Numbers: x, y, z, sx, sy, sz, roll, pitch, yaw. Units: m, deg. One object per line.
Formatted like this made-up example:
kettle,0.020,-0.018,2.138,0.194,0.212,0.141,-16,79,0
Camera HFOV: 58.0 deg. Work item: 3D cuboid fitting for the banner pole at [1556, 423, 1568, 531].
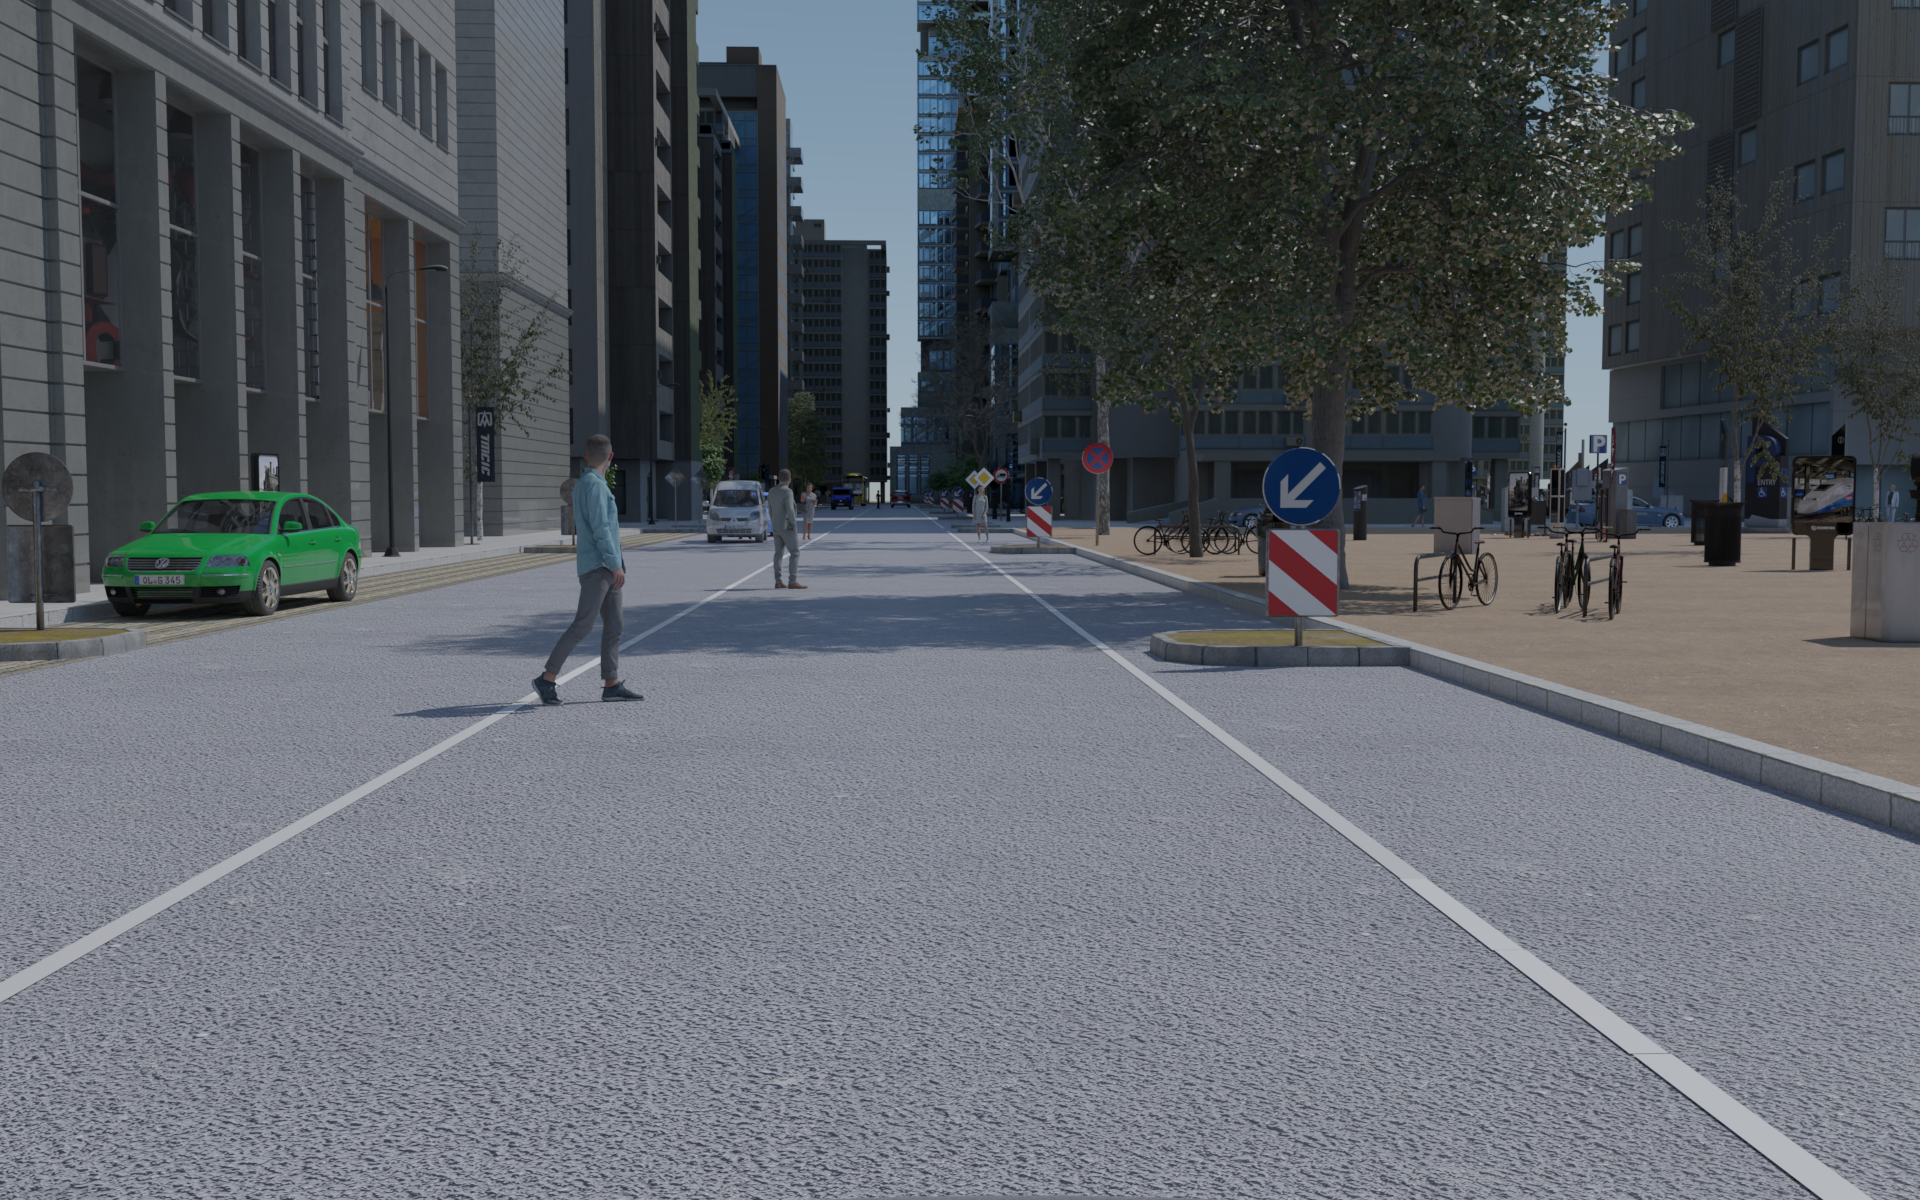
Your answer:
banner pole,21.139,-4.335,60.900,0.401,3.779,0.863,-1,4,-9

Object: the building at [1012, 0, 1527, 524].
building,15.225,-24.257,88.486,23.993,40.220,32.217,0,4,-2

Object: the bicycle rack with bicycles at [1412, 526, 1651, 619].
bicycle rack with bicycles,6.348,-0.357,19.227,2.852,0.926,2.925,2,4,31

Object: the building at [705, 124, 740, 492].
building,-24.971,-22.236,135.268,14.160,30.474,14.107,0,4,-2

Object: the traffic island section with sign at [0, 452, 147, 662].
traffic island section with sign,-8.551,-0.426,15.592,1.989,1.847,2.006,0,4,-2

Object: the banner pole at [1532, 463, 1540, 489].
banner pole,46.334,-9.149,139.596,0.863,3.779,0.401,0,4,2

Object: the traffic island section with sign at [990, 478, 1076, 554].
traffic island section with sign,1.756,-2.057,42.258,1.989,1.847,2.006,0,4,-2

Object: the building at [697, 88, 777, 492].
building,-33.415,-28.549,158.662,32.217,40.220,23.993,0,4,-2

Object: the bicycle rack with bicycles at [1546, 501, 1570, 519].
bicycle rack with bicycles,30.129,-4.672,89.761,2.852,0.926,2.925,0,4,-7

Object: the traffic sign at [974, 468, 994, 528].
traffic sign,0.902,-3.763,65.171,0.795,2.450,0.064,0,4,-2

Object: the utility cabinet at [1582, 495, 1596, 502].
utility cabinet,31.619,-4.609,86.511,1.020,1.237,0.306,2,4,34

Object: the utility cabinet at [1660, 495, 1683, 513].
utility cabinet,34.566,-4.462,84.120,1.020,1.237,0.306,2,4,26

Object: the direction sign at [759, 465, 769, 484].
direction sign,-15.473,-8.864,136.928,0.876,3.537,0.379,1,4,16

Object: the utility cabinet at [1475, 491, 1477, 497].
utility cabinet,39.424,-7.585,132.689,1.173,1.500,0.318,3,4,36

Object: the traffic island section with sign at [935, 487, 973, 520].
traffic island section with sign,-0.257,-5.467,98.019,1.989,1.847,2.006,0,4,-2

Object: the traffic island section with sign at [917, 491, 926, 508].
traffic island section with sign,-3.089,-10.233,175.943,1.989,1.847,2.006,0,4,-2

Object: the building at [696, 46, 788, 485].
building,-25.148,-32.279,177.878,14.600,45.320,14.200,0,4,-2

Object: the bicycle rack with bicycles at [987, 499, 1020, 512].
bicycle rack with bicycles,3.600,-6.939,126.837,2.852,0.926,2.925,-3,5,-45

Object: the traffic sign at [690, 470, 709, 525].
traffic sign,-10.925,-4.227,72.756,0.795,2.450,0.064,0,4,-2

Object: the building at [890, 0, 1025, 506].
building,5.645,-56.854,242.239,31.000,86.520,22.319,0,4,-2

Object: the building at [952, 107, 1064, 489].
building,10.312,-33.040,194.820,22.147,44.769,28.867,0,4,-2

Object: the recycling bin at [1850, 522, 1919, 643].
recycling bin,8.347,-0.163,15.225,0.722,1.027,0.722,0,4,4

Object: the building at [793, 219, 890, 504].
building,-22.010,-33.985,247.541,23.993,40.220,32.217,0,4,-2

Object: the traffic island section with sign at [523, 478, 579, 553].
traffic island section with sign,-9.529,-2.073,42.529,1.989,1.847,2.006,0,4,-2

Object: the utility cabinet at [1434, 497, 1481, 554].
utility cabinet,10.696,-1.597,37.273,0.306,1.237,1.020,-2,4,-35

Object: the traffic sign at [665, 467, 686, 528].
traffic sign,-10.636,-3.739,64.776,0.795,2.450,0.064,0,4,-2

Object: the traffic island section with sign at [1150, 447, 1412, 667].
traffic island section with sign,2.736,-0.409,15.320,1.989,1.847,2.006,0,4,-2

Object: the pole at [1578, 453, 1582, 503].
pole,30.497,-5.590,85.235,0.158,3.312,0.155,0,3,0

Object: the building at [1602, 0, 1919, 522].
building,51.497,-30.556,88.837,27.495,52.752,28.713,0,4,-2

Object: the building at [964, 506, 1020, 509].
building,11.550,-52.001,162.879,22.319,86.520,31.000,0,4,-2

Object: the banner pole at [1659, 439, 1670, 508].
banner pole,32.067,-5.431,78.819,0.401,3.779,0.863,-1,4,-15

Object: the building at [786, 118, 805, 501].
building,-34.364,-36.074,209.424,30.456,49.044,23.786,0,4,-2

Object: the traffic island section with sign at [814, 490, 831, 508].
traffic island section with sign,-14.301,-10.146,174.521,1.989,1.847,2.006,0,4,-2

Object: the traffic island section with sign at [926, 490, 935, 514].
traffic island section with sign,-1.245,-7.137,125.323,1.989,1.847,2.006,0,4,-2

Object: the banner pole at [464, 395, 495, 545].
banner pole,-12.140,-3.288,43.768,0.863,3.779,0.401,0,4,3

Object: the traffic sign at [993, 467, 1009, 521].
traffic sign,1.972,-5.056,82.776,0.768,2.556,0.104,0,4,3

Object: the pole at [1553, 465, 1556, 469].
pole,41.735,-7.819,121.677,0.158,3.312,0.155,0,3,0

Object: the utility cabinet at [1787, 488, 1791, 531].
utility cabinet,28.225,-3.115,59.613,0.318,1.500,1.173,-3,4,-38

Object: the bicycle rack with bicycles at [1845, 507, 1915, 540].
bicycle rack with bicycles,25.796,-2.128,48.173,2.925,0.926,2.852,-2,4,-31

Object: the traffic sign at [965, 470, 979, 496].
traffic sign,0.613,-4.251,73.151,0.795,2.450,0.064,0,4,-2

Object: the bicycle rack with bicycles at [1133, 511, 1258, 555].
bicycle rack with bicycles,5.233,-1.457,37.207,2.925,0.926,2.852,0,4,8

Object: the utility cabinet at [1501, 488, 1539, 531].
utility cabinet,18.943,-3.055,58.635,1.173,1.500,0.318,0,4,-5

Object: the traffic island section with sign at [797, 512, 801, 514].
traffic island section with sign,-12.520,-7.134,125.271,1.989,1.847,2.006,0,4,-2

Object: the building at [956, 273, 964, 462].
building,6.395,-27.210,216.576,14.160,30.474,14.107,0,4,-2

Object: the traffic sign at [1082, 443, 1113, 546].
traffic sign,3.409,-2.622,42.973,0.768,2.556,0.104,0,4,3

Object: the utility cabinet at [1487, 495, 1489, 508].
utility cabinet,41.042,-7.510,133.952,1.020,1.237,0.306,3,4,39
